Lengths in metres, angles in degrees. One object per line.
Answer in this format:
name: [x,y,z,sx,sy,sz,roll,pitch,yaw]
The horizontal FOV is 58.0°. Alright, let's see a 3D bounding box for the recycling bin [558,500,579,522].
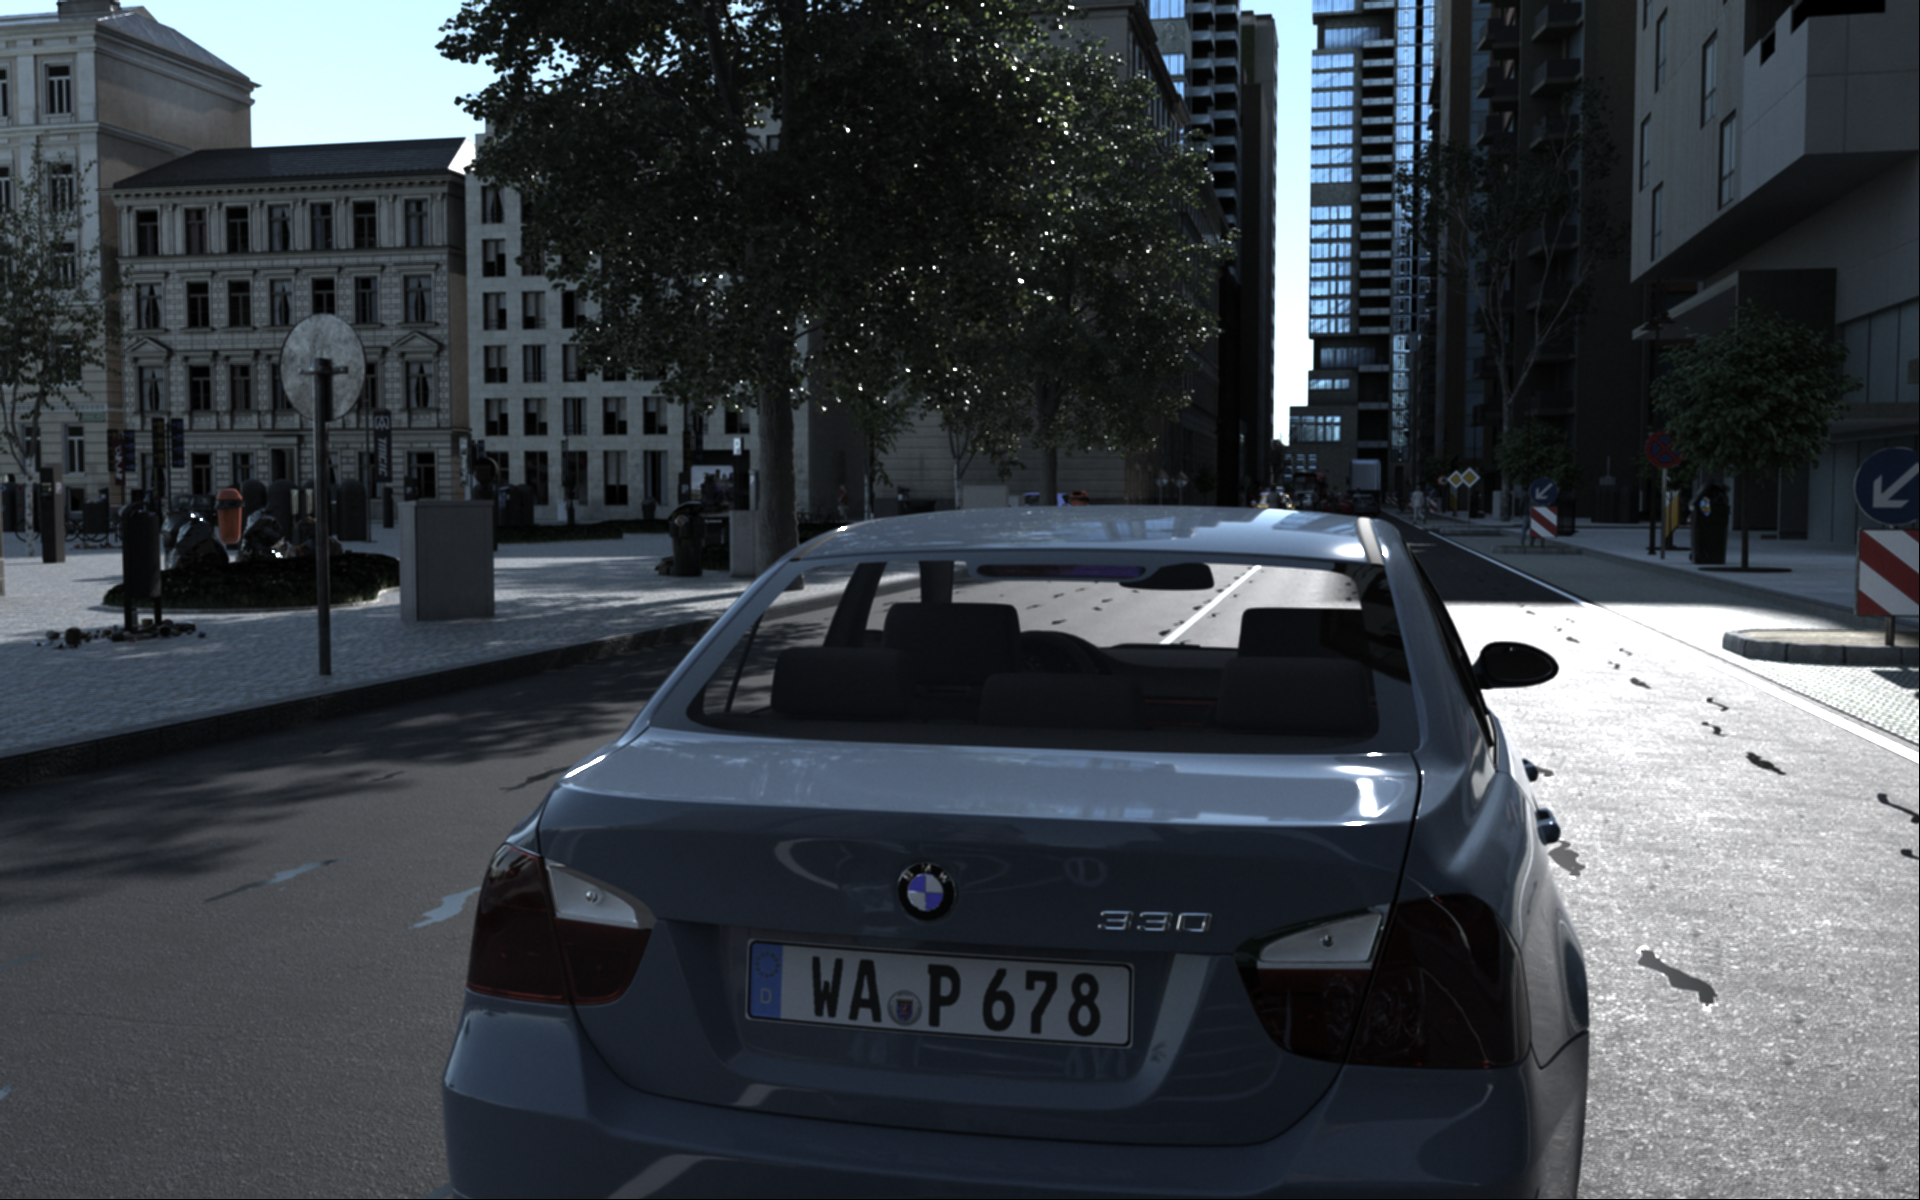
recycling bin: [-17.999,-4.102,79.626,0.722,1.027,0.722,2,4,25]

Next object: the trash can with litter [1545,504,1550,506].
trash can with litter: [18.784,-2.727,55.975,0.624,1.170,1.055,1,4,13]

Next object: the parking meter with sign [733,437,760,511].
parking meter with sign: [-6.133,-3.517,53.763,1.738,3.016,0.543,-2,4,-35]

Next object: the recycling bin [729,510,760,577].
recycling bin: [-3.226,-0.884,27.013,0.722,1.027,0.722,-1,4,-9]

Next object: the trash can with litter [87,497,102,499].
trash can with litter: [-20.011,-1.830,40.985,2.233,1.210,1.678,-3,5,-40]

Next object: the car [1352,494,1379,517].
car: [25.125,-5.873,108.025,2.014,1.417,4.499,1,4,14]

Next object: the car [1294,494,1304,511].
car: [23.504,-6.946,123.357,2.009,1.686,4.222,1,4,13]

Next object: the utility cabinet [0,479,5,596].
utility cabinet: [-12.082,-0.747,20.896,0.318,1.500,1.173,1,4,10]

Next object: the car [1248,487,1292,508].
car: [16.626,-5.134,92.618,2.281,1.827,5.304,1,4,14]

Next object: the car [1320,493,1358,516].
car: [22.124,-5.636,101.195,2.155,1.783,4.494,1,4,14]

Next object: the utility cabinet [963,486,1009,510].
utility cabinet: [0.675,-2.235,45.223,1.173,1.500,0.318,1,4,15]

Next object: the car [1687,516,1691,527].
car: [30.493,-3.306,66.413,4.827,1.381,2.083,1,4,14]

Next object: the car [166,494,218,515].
car: [-33.924,-4.208,78.580,4.222,1.686,2.009,1,4,11]

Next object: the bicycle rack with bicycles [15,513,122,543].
bicycle rack with bicycles: [-23.803,-2.033,46.615,2.925,0.926,2.852,-1,4,-21]

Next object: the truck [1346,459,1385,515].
truck: [29.803,-8.463,128.122,2.967,4.110,18.799,1,4,14]

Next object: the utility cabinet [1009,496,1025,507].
utility cabinet: [2.067,-3.315,65.359,0.306,1.237,1.020,-2,4,-29]

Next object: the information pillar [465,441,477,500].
information pillar: [-20.290,-4.920,71.796,0.504,3.616,0.183,-1,4,-11]

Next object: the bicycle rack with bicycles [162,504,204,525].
bicycle rack with bicycles: [-27.470,-2.909,60.952,2.852,0.926,2.925,-1,4,-16]

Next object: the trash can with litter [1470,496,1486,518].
trash can with litter: [27.500,-4.932,92.028,0.624,1.170,1.055,-2,4,-29]

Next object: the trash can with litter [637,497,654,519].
trash can with litter: [-12.776,-3.617,70.522,0.624,1.170,1.055,2,4,24]

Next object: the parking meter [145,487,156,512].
parking meter: [-30.574,-3.488,65.433,0.372,1.533,0.369,0,3,0]

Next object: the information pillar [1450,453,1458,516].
information pillar: [28.290,-6.592,99.136,0.504,3.616,0.183,-2,4,-25]

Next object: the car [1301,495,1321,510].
car: [31.071,-8.615,153.215,2.083,1.381,4.827,1,4,11]

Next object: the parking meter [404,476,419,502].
parking meter: [-17.489,-3.030,55.258,0.399,1.863,0.255,1,4,13]

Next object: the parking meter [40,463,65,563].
parking meter: [-16.949,-1.629,32.342,0.255,1.863,0.399,0,4,2]

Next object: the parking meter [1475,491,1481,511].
parking meter: [38.816,-7.425,129.808,0.372,1.533,0.369,0,3,0]

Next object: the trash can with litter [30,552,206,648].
trash can with litter: [-7.601,-0.267,15.425,1.678,1.210,2.233,0,4,4]

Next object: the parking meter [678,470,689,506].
parking meter: [-6.330,-2.113,40.254,0.399,1.863,0.255,1,4,21]

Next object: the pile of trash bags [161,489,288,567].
pile of trash bags: [-11.806,-1.109,27.891,1.912,1.369,3.447,-1,4,-22]

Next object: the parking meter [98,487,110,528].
parking meter: [-32.421,-3.496,65.574,0.372,1.533,0.369,0,3,0]

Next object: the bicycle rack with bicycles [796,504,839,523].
bicycle rack with bicycles: [-6.021,-2.944,61.521,2.852,0.926,2.925,-3,4,-38]

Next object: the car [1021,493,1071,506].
car: [2.970,-3.773,71.276,3.694,1.707,1.945,1,4,14]

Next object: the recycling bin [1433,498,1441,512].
recycling bin: [33.674,-6.738,122.715,0.722,1.027,0.722,1,4,8]

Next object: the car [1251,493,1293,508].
car: [14.686,-4.396,81.460,1.945,1.707,3.694,1,4,12]

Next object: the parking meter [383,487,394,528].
parking meter: [-21.663,-3.498,65.599,0.372,1.533,0.369,0,3,0]

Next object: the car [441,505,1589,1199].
car: [0.472,0.470,4.311,2.014,1.417,4.499,1,4,14]

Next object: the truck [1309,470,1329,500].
truck: [41.508,-13.012,201.658,2.839,4.237,11.283,1,4,14]

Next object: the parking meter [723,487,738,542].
parking meter: [-5.431,-1.994,41.015,0.372,1.533,0.369,0,3,0]

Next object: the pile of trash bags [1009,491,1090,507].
pile of trash bags: [2.459,-2.694,53.807,3.447,1.369,1.912,2,4,31]

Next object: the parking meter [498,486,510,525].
parking meter: [-14.888,-2.947,56.596,0.372,1.533,0.369,0,3,0]

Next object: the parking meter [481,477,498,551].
parking meter: [-10.588,-2.033,38.948,0.255,1.863,0.399,0,4,5]

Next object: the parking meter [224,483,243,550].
parking meter: [-16.737,-1.927,39.913,0.372,1.533,0.369,0,3,0]

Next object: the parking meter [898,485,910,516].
parking meter: [-1.646,-2.595,50.832,0.372,1.533,0.369,0,3,0]

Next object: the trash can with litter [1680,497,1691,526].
trash can with litter: [29.642,-3.608,70.372,0.624,1.170,1.055,0,4,0]

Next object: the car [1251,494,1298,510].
car: [14.031,-4.092,77.128,2.015,1.641,3.980,1,4,13]

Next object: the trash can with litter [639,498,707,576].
trash can with litter: [-4.452,-0.969,27.223,0.624,1.170,1.055,-3,5,-43]

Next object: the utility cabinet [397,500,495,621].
utility cabinet: [-5.310,-0.414,17.923,0.306,1.237,1.020,2,4,33]

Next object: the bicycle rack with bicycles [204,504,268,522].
bicycle rack with bicycles: [-23.664,-2.775,58.752,2.925,0.926,2.852,-3,4,-36]

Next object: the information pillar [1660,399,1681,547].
information pillar: [16.842,-3.032,40.920,0.183,3.616,0.504,-1,4,-18]

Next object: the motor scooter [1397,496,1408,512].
motor scooter: [33.391,-7.214,130.729,0.815,1.314,1.986,1,4,14]
